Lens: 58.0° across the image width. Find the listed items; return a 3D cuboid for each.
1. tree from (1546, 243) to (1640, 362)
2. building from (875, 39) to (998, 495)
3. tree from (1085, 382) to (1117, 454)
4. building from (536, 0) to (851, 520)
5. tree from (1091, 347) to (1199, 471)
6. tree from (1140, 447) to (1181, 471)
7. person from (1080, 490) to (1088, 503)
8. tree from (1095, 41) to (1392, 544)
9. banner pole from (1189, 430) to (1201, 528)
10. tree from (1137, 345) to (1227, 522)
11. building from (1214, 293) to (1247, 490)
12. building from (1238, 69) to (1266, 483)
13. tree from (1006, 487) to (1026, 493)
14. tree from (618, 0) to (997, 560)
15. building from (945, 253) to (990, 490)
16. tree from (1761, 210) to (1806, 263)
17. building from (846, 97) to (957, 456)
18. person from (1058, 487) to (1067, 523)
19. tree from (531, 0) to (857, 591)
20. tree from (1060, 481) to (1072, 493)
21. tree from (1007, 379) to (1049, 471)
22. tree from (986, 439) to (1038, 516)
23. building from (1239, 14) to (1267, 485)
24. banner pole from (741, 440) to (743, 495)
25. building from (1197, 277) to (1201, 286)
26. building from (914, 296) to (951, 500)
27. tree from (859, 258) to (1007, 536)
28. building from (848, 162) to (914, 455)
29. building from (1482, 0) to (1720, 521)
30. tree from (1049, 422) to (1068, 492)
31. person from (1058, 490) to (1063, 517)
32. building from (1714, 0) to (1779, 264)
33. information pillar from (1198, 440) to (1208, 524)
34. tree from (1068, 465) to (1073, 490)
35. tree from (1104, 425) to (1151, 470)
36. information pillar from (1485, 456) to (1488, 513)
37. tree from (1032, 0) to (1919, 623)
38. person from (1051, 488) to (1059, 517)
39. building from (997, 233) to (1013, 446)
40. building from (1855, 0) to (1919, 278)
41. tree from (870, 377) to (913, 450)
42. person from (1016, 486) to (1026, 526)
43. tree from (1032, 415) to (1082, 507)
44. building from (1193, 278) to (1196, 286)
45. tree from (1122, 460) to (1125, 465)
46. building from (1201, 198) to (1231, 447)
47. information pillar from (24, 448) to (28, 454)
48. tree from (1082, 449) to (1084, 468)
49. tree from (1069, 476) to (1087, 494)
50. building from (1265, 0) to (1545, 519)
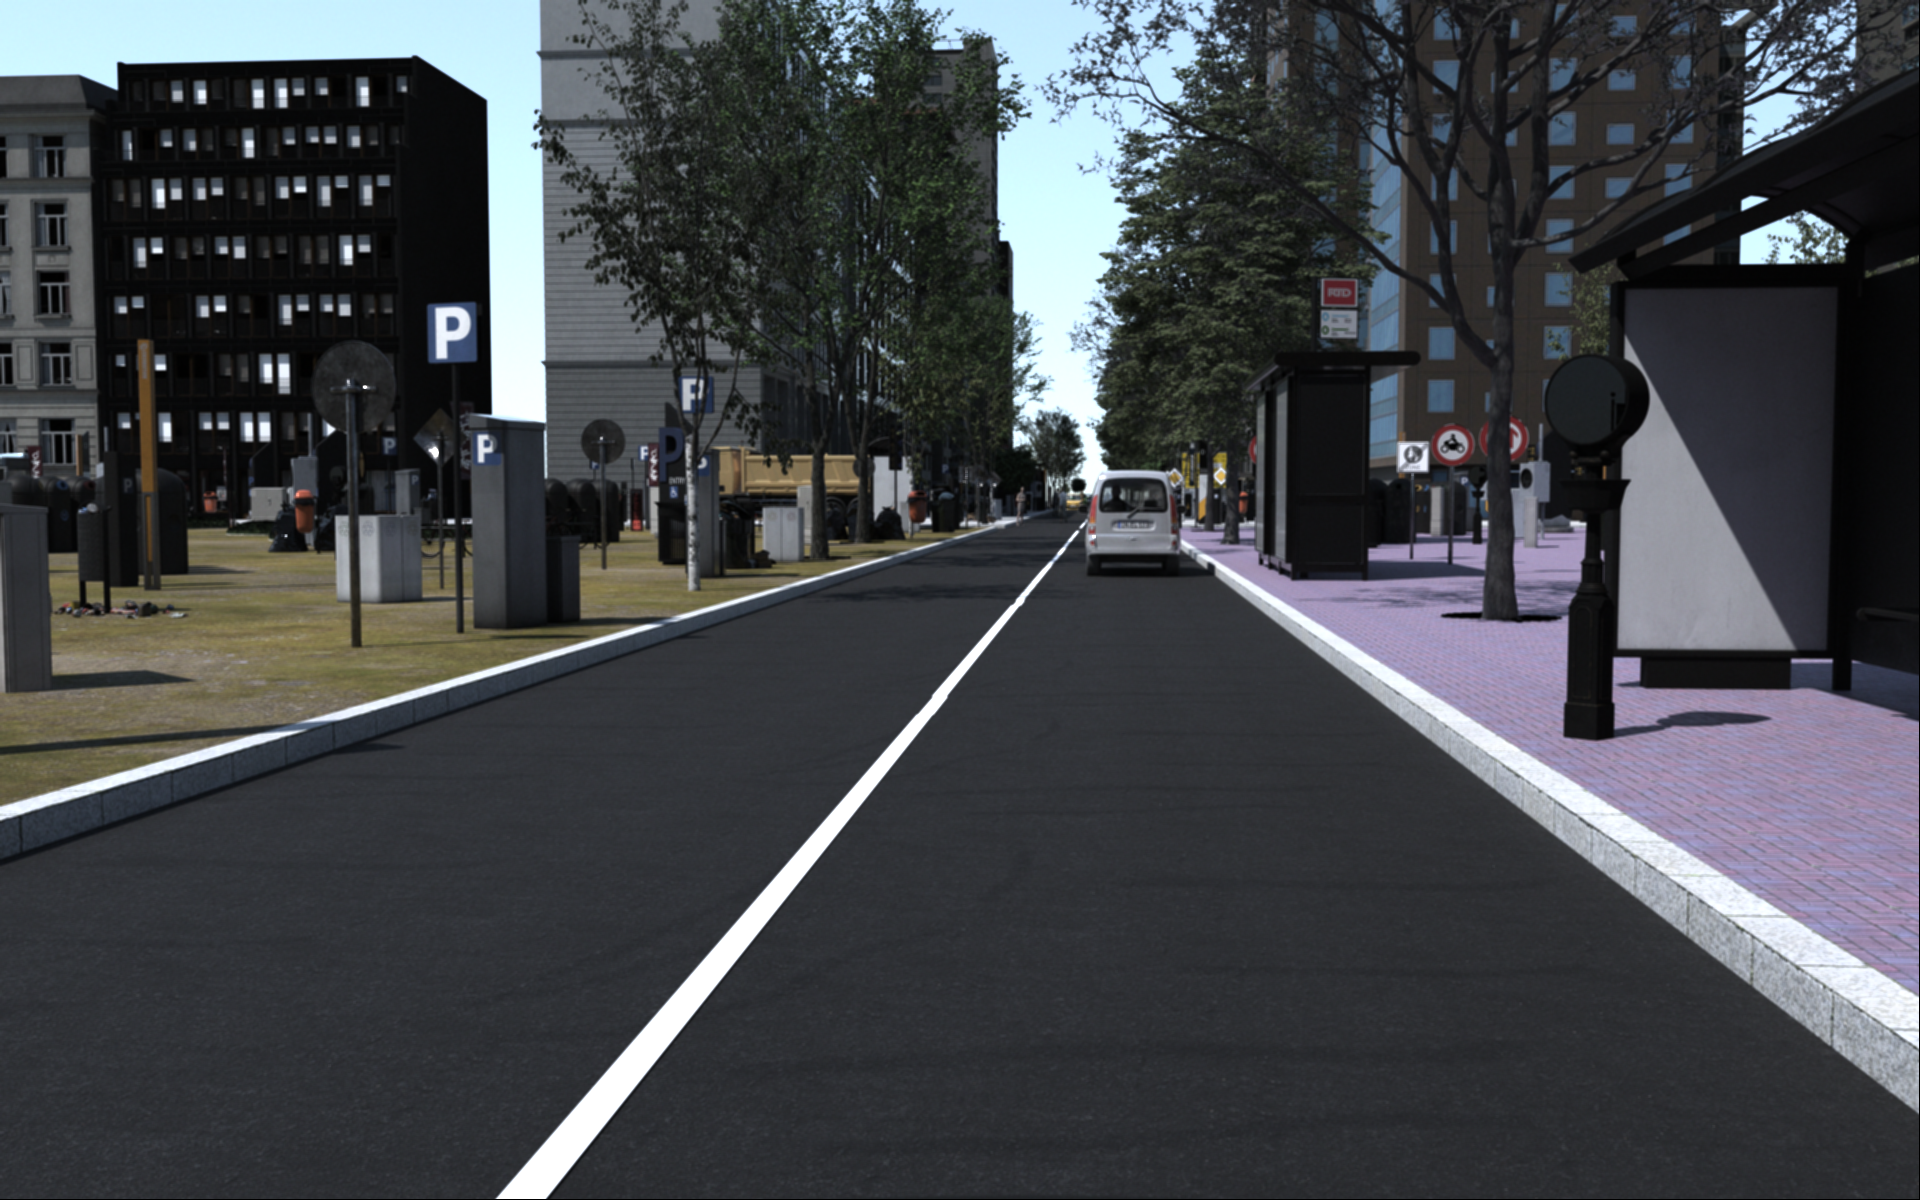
[{"bbox_3d":[19.013,-6.113,50.315,4.737,8.622,4.395,0,3,0],"label":"tree"},{"bbox_3d":[-2.237,-51.358,277.954,20.563,71.187,20.611,0,4,5],"label":"building"},{"bbox_3d":[27.194,-26.437,288.131,12.611,20.169,13.585,0,3,0],"label":"tree"},{"bbox_3d":[-13.989,-19.749,100.383,11.434,29.767,29.804,0,4,5],"label":"building"},{"bbox_3d":[14.283,-13.620,129.339,9.857,13.997,8.962,0,3,0],"label":"tree"},{"bbox_3d":[13.662,-8.079,115.806,4.285,4.588,4.351,0,3,0],"label":"tree"},{"bbox_3d":[11.572,-9.547,164.693,1.348,1.812,0.705,2,4,33],"label":"person"},{"bbox_3d":[7.116,-7.718,44.315,7.486,12.596,7.792,0,3,0],"label":"tree"},{"bbox_3d":[8.873,-4.630,65.719,0.401,3.779,0.863,-1,4,-17],"label":"banner pole"},{"bbox_3d":[10.448,-7.937,80.136,4.360,8.622,3.978,0,3,0],"label":"tree"},{"bbox_3d":[43.365,-29.137,248.093,14.160,30.474,14.107,0,4,5],"label":"building"},{"bbox_3d":[40.022,-31.828,175.016,22.147,44.769,28.867,0,4,5],"label":"building"},{"bbox_3d":[3.455,-7.053,109.919,1.663,3.219,1.824,0,3,0],"label":"tree"},{"bbox_3d":[-2.656,-6.621,34.011,9.928,11.665,9.643,0,3,0],"label":"tree"},{"bbox_3d":[-11.215,-34.562,256.970,32.217,40.220,23.993,0,4,5],"label":"building"},{"bbox_3d":[18.881,-5.387,38.440,4.737,8.622,4.395,0,3,0],"label":"tree"},{"bbox_3d":[-12.001,-32.975,193.771,22.147,44.769,28.867,0,4,5],"label":"building"},{"bbox_3d":[5.162,-4.750,86.395,0.478,1.798,0.641,-1,4,-19],"label":"person"},{"bbox_3d":[-3.470,-4.413,22.515,4.360,8.622,3.978,0,3,0],"label":"tree"},{"bbox_3d":[15.331,-15.582,249.368,1.663,3.219,1.824,0,3,0],"label":"tree"},{"bbox_3d":[1.543,-8.851,95.074,4.737,8.622,4.395,0,3,0],"label":"tree"},{"bbox_3d":[3.084,-7.220,101.757,4.285,4.588,4.351,0,3,0],"label":"tree"},{"bbox_3d":[42.036,-46.518,198.821,20.563,71.187,20.611,0,4,5],"label":"building"},{"bbox_3d":[-10.092,-5.516,80.205,0.401,3.779,0.863,0,4,-4],"label":"banner pole"},{"bbox_3d":[45.913,-38.768,283.967,14.600,45.320,14.200,0,4,5],"label":"building"},{"bbox_3d":[-15.907,-19.623,165.880,27.650,21.520,28.899,0,4,5],"label":"building"},{"bbox_3d":[-1.258,-6.296,53.300,4.737,8.622,4.395,0,3,0],"label":"tree"},{"bbox_3d":[-14.959,-20.066,132.601,19.350,26.468,34.151,0,4,5],"label":"building"},{"bbox_3d":[28.937,-26.795,88.211,14.200,45.320,14.600,0,4,5],"label":"building"},{"bbox_3d":[7.624,-13.316,168.072,4.737,8.622,4.395,0,3,0],"label":"tree"},{"bbox_3d":[6.359,-6.085,108.998,0.512,1.701,0.522,3,5,41],"label":"person"},{"bbox_3d":[41.731,-27.010,133.489,32.217,40.220,23.993,0,4,5],"label":"building"},{"bbox_3d":[10.333,-5.007,73.218,0.504,3.616,0.183,1,4,14],"label":"information pillar"},{"bbox_3d":[13.909,-17.628,238.586,4.737,8.622,4.395,0,3,0],"label":"tree"},{"bbox_3d":[21.426,-16.669,206.946,8.767,10.594,7.601,-1,4,-12],"label":"tree"},{"bbox_3d":[23.144,-5.142,75.422,0.504,3.616,0.183,-1,4,-17],"label":"information pillar"},{"bbox_3d":[5.397,-6.543,17.347,12.009,13.543,11.850,0,3,0],"label":"tree"},{"bbox_3d":[6.178,-6.243,110.689,0.709,1.813,0.853,1,4,15],"label":"person"},{"bbox_3d":[1.816,-39.551,296.761,14.600,45.320,14.200,0,4,5],"label":"building"},{"bbox_3d":[58.781,-28.460,89.015,21.600,48.544,21.300,0,4,5],"label":"building"},{"bbox_3d":[-4.766,-9.303,102.465,4.360,8.622,3.978,0,3,0],"label":"tree"},{"bbox_3d":[2.779,-4.233,78.045,0.599,1.781,0.374,-2,4,-33],"label":"person"},{"bbox_3d":[8.331,-12.838,160.263,4.360,8.622,3.978,0,3,0],"label":"tree"},{"bbox_3d":[46.939,-37.594,298.262,14.154,41.232,14.086,0,4,5],"label":"building"},{"bbox_3d":[23.385,-17.237,232.184,4.737,8.622,4.395,0,3,0],"label":"tree"},{"bbox_3d":[48.141,-39.269,265.746,21.300,48.544,21.600,0,4,5],"label":"building"},{"bbox_3d":[-47.603,-5.954,88.703,0.504,3.616,0.183,-3,5,-44],"label":"information pillar"},{"bbox_3d":[13.303,-16.236,215.816,4.360,8.622,3.978,0,3,0],"label":"tree"},{"bbox_3d":[20.750,-19.643,304.871,4.285,4.588,4.351,0,3,0],"label":"tree"},{"bbox_3d":[26.387,-27.910,106.446,14.600,45.320,14.200,0,4,5],"label":"building"}]
